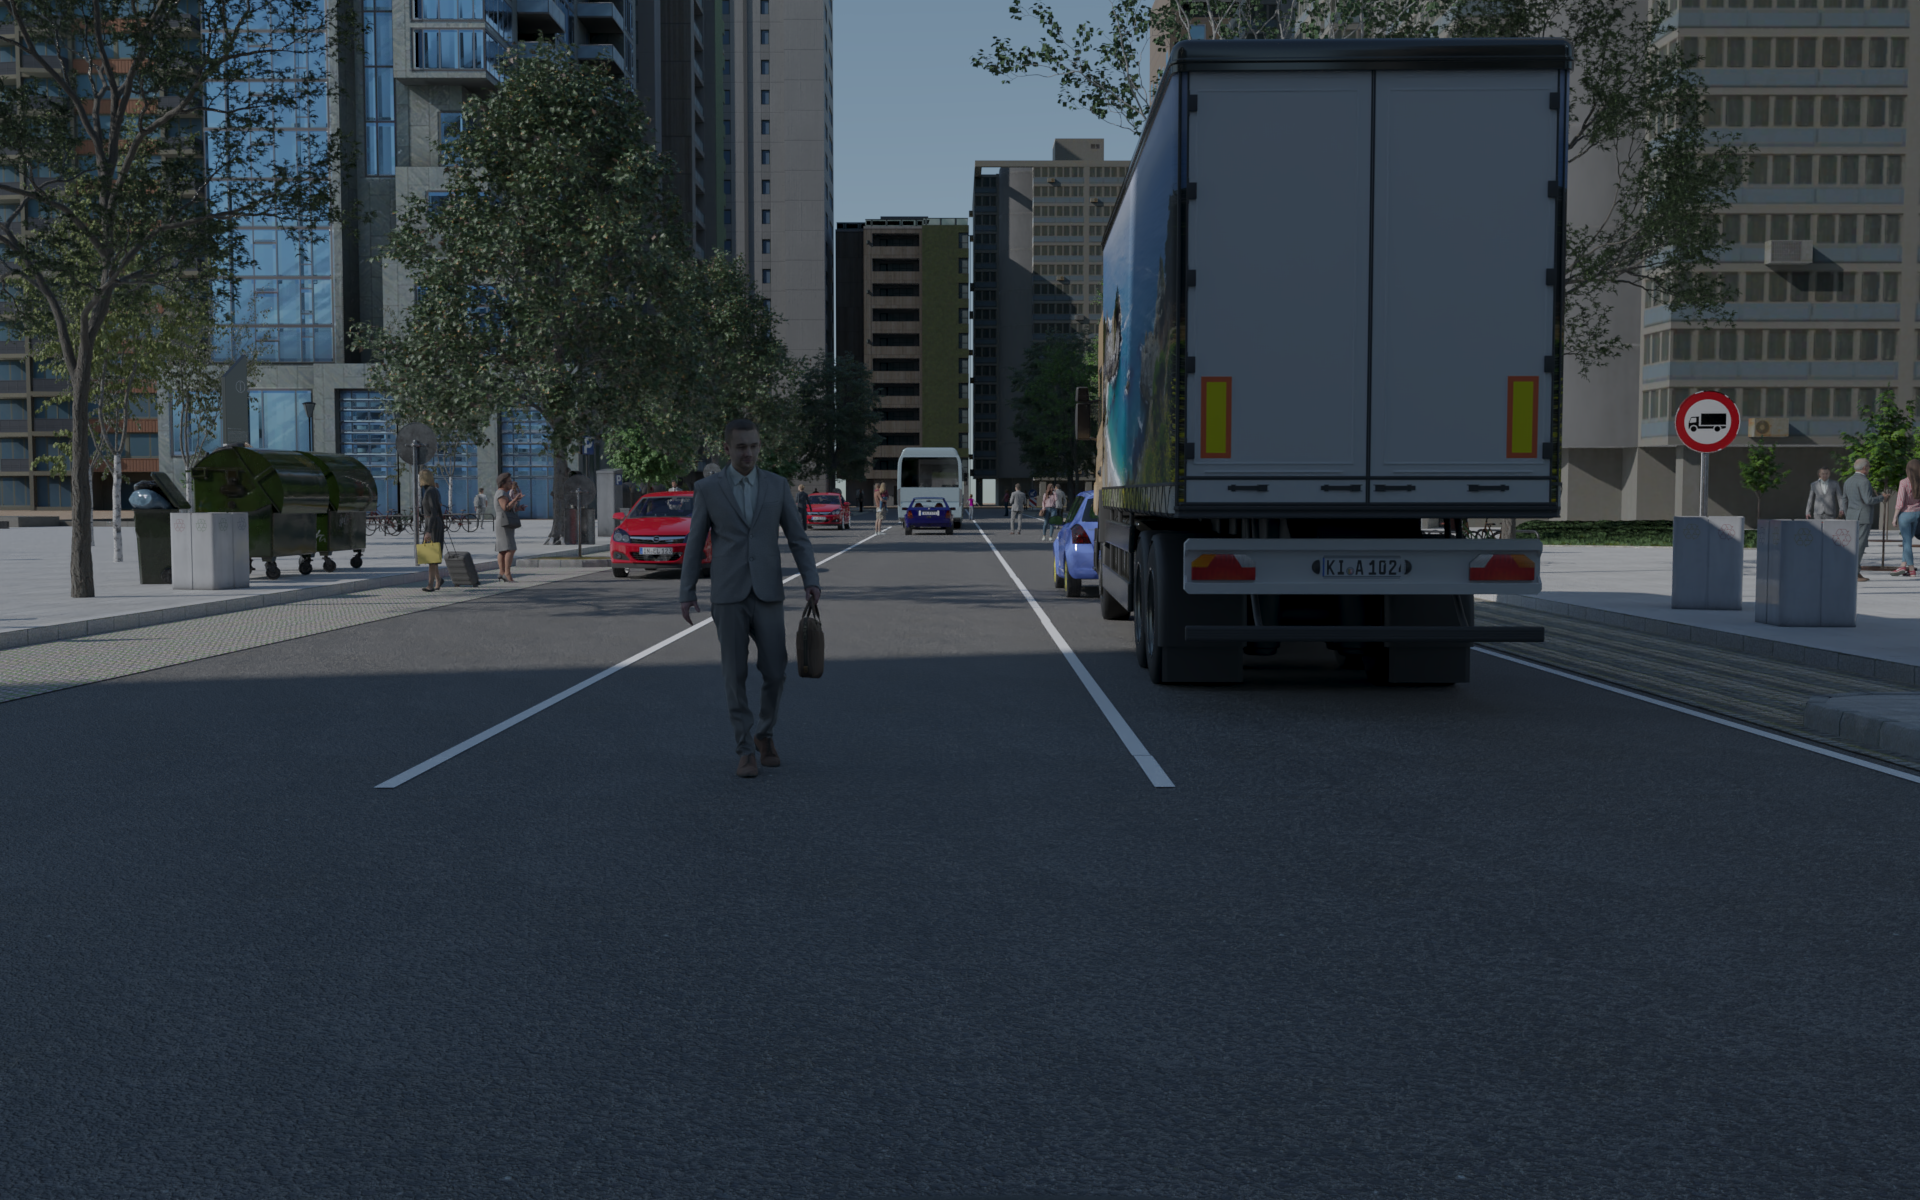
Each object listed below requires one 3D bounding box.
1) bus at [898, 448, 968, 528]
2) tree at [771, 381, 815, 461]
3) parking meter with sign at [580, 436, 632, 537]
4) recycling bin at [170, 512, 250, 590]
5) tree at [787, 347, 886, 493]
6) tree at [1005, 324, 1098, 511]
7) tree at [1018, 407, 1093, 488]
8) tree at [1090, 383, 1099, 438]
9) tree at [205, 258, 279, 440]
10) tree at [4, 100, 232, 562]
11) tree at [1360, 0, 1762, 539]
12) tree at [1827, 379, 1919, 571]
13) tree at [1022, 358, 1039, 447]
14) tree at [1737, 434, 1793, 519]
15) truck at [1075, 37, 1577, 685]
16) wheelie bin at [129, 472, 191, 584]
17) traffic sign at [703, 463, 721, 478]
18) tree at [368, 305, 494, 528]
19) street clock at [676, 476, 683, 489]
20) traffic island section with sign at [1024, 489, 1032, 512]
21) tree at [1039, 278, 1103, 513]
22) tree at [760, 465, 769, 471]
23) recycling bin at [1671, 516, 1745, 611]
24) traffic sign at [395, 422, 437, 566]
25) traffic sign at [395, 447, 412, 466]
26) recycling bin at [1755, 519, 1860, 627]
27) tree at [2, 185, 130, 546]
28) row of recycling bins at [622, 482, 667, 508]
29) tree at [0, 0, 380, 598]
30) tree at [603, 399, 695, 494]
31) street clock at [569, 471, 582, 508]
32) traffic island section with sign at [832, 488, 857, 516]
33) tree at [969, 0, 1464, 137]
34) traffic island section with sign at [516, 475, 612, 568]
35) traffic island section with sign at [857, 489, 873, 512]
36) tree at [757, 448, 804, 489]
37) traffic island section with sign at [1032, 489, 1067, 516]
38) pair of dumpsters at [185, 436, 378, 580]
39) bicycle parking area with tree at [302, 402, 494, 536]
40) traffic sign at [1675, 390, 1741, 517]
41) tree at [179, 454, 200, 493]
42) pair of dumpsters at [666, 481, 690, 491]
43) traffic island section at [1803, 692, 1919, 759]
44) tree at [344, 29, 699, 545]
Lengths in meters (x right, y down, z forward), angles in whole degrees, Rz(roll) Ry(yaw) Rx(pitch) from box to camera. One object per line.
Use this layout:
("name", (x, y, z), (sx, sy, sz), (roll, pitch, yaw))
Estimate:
("bus", (-1.149, -4.926, 75.396), (2.948, 3.499, 13.247), (0, 4, 0))
("tree", (-10.899, -9.589, 107.139), (4.737, 8.622, 4.395), (0, 3, 0))
("parking meter with sign", (-10.516, -3.408, 51.980), (1.738, 3.016, 0.543), (2, 4, 26))
("recycling bin", (-10.160, -0.668, 23.479), (0.722, 1.027, 0.722), (1, 4, 16))
("tree", (-11.074, -15.004, 151.977), (9.857, 13.997, 8.962), (0, 3, 0))
("tree", (8.128, -13.583, 128.734), (9.857, 13.997, 8.962), (0, 3, 0))
("tree", (8.453, -13.662, 157.786), (7.601, 10.594, 8.767), (-3, 4, -39))
("tree", (9.185, -8.950, 96.687), (4.360, 8.622, 3.978), (0, 3, 0))
("tree", (-21.128, -5.964, 47.868), (4.360, 8.622, 3.978), (0, 3, 0))
("tree", (-16.018, -5.043, 32.814), (4.737, 8.622, 4.395), (0, 3, 0))
("tree", (9.173, -5.713, 27.815), (7.601, 10.594, 8.767), (-1, 4, -22))
("tree", (15.706, -2.114, 29.164), (1.663, 3.219, 1.824), (0, 3, 0))
("tree", (7.868, -11.726, 117.477), (9.928, 11.665, 9.643), (0, 3, 0))
("tree", (25.673, -3.712, 55.294), (1.663, 3.219, 1.824), (0, 3, 0))
("truck", (2.682, -1.675, 16.296), (2.839, 4.237, 11.283), (0, 4, 2))
("wheelie bin", (-11.446, -1.032, 24.785), (0.693, 1.594, 0.980), (-1, 4, -10))
("traffic sign", (-10.178, -4.340, 71.060), (0.768, 2.556, 0.104), (1, 4, 9))
("tree", (-20.289, -7.018, 65.111), (4.360, 8.622, 3.978), (0, 3, 0))
("street clock", (-10.407, -3.627, 63.867), (0.358, 2.002, 0.471), (-2, 4, -35))
("traffic island section with sign", (5.750, -8.043, 140.124), (1.989, 1.847, 2.006), (0, 4, 0))
("tree", (9.283, -9.342, 78.493), (9.928, 11.665, 9.643), (0, 3, 0))
("tree", (-11.047, -6.313, 97.814), (1.663, 3.219, 1.824), (0, 3, 0))
("recycling bin", (8.403, -0.424, 19.482), (0.722, 1.027, 0.722), (1, 4, 22))
("traffic sign", (-9.668, -1.877, 30.789), (0.768, 2.556, 0.104), (0, 4, 6))
("traffic sign", (-10.866, -2.124, 34.456), (0.795, 2.593, 0.064), (0, 4, 7))
("recycling bin", (8.306, -0.272, 17.005), (0.722, 1.027, 0.722), (0, 4, 5))
("tree", (-21.141, -5.629, 42.400), (4.360, 8.622, 3.978), (0, 3, 0))
("row of recycling bins", (-11.393, -3.293, 60.956), (1.069, 1.692, 3.534), (1, 4, 18))
("tree", (-10.911, -5.287, 20.855), (8.767, 10.594, 7.601), (0, 4, -3))
("tree", (-10.087, -4.443, 56.350), (4.285, 4.588, 4.351), (0, 3, 0))
("street clock", (-11.848, -2.982, 53.334), (0.471, 2.002, 0.358), (2, 4, 25))
("traffic island section with sign", (-7.867, -6.290, 111.463), (1.989, 1.847, 2.006), (0, 4, 0))
("tree", (7.044, -11.749, 47.991), (12.611, 20.169, 13.585), (0, 3, 0))
("traffic island section with sign", (-7.625, -1.580, 34.465), (1.989, 1.847, 2.006), (0, 4, 0))
("traffic island section with sign", (-7.945, -7.938, 138.418), (1.989, 1.847, 2.006), (0, 4, 0))
("tree", (-10.982, -7.271, 102.586), (4.285, 4.588, 4.351), (0, 3, 0))
("traffic island section with sign", (5.856, -6.306, 111.726), (1.989, 1.847, 2.006), (0, 4, 0))
("pair of dumpsters", (-10.794, -1.545, 27.758), (1.574, 2.255, 4.437), (0, 4, 0))
("bicycle parking area with tree", (-19.856, -4.259, 56.634), (9.016, 4.147, 8.231), (2, 4, 25))
("traffic sign", (9.190, -1.301, 21.375), (0.768, 2.556, 0.104), (1, 4, 8))
("tree", (-36.508, -5.403, 82.936), (1.663, 3.219, 1.824), (0, 3, 0))
("pair of dumpsters", (-11.633, -3.989, 67.720), (1.574, 2.255, 4.437), (0, 4, 0))
("traffic island section", (6.164, 0.767, 9.741), (2.009, 0.180, 2.903), (0, 4, 0))
("tree", (-10.149, -7.734, 43.455), (9.611, 12.733, 9.660), (0, 3, 0))
